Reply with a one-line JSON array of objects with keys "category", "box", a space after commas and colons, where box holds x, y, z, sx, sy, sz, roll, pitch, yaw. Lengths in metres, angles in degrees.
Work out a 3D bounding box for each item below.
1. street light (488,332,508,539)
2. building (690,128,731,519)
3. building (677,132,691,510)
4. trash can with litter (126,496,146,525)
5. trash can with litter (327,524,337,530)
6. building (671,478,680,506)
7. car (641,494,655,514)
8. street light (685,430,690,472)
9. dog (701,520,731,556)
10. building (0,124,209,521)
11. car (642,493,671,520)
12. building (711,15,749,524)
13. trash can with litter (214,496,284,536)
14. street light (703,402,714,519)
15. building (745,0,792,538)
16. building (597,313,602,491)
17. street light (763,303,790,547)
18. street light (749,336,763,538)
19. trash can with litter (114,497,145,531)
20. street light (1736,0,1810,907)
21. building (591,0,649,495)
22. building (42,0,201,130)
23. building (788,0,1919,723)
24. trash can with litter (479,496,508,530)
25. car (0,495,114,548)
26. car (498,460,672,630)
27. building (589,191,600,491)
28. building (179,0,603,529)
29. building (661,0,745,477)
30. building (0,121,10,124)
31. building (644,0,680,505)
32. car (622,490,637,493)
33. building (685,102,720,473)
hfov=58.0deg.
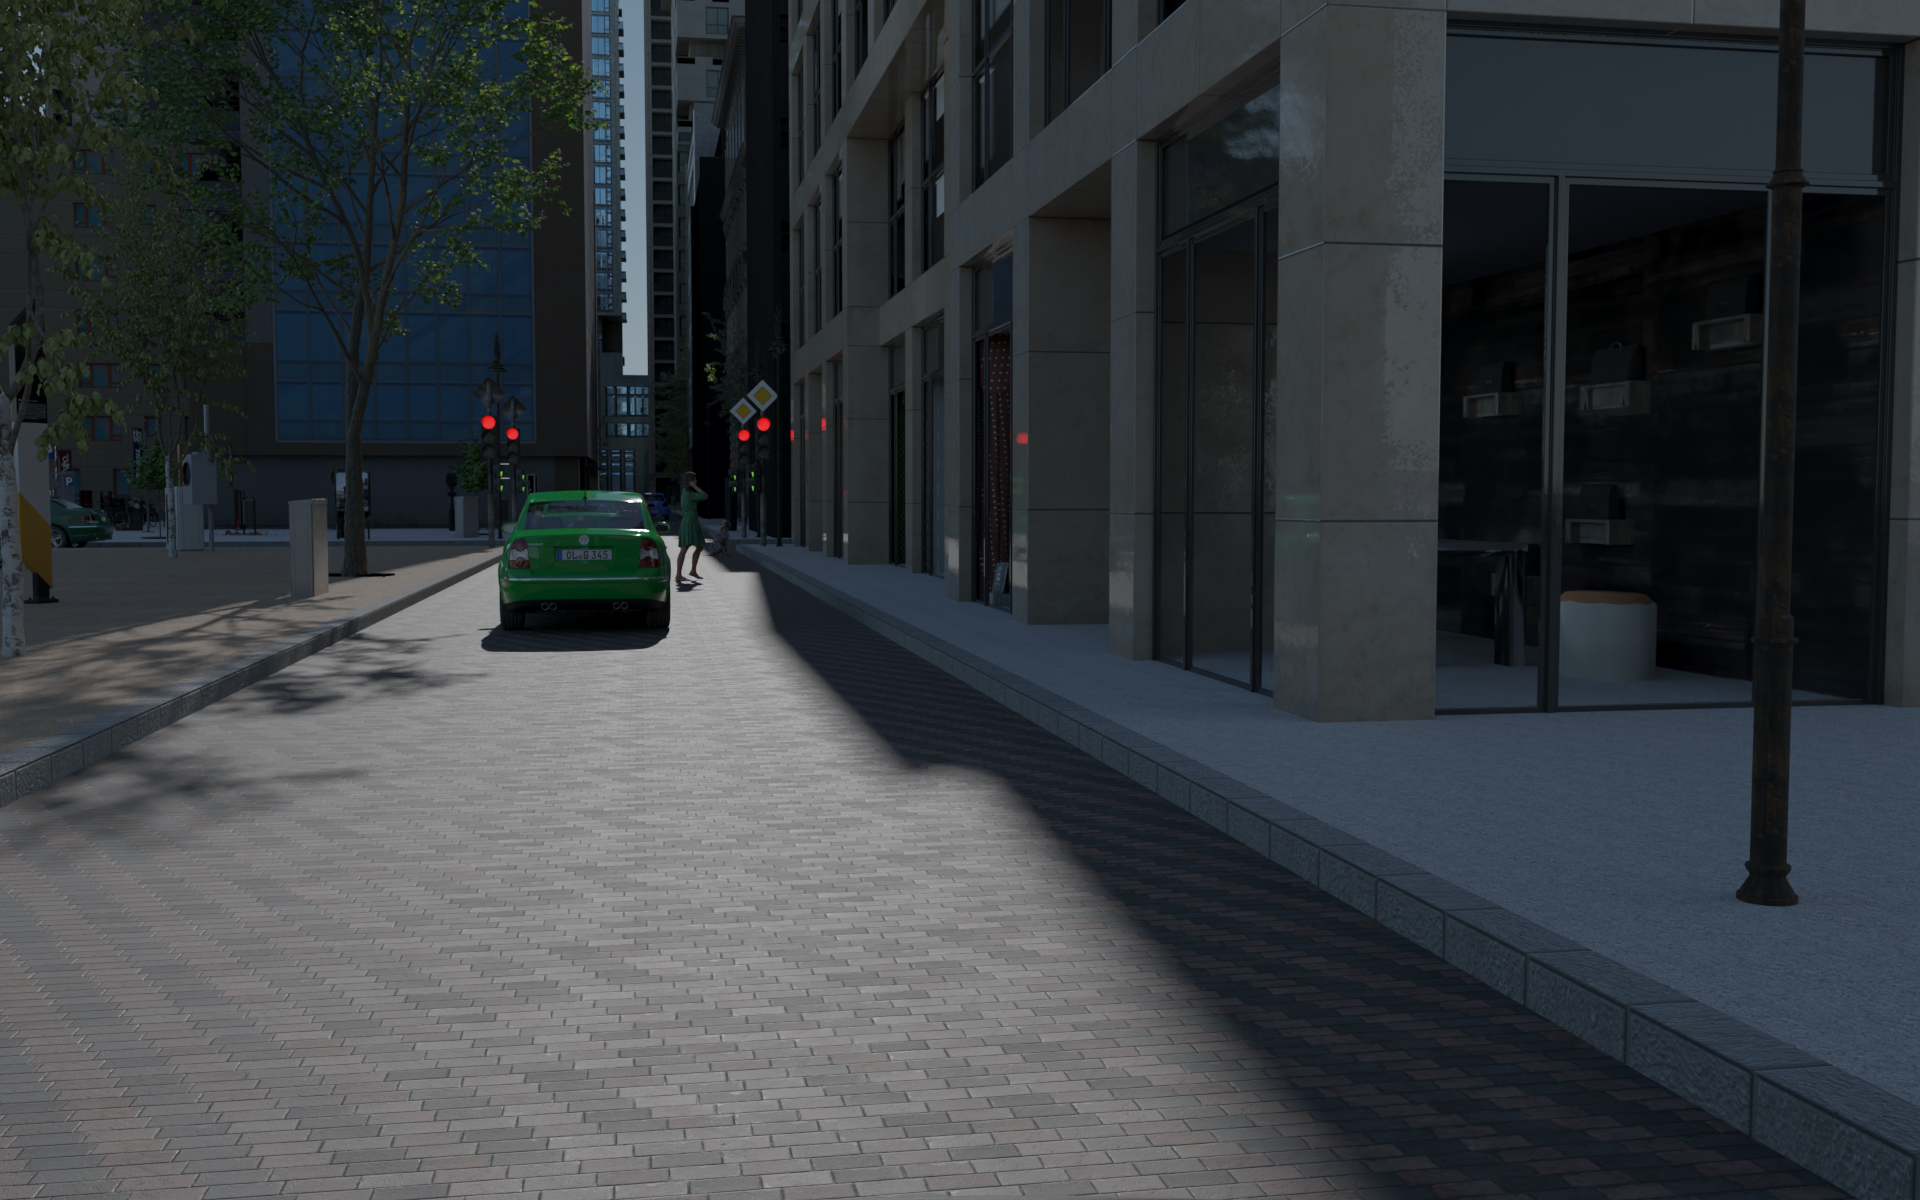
[{"category": "street light", "box": [-13.169, -4.688, 49.437, 0.468, 5.910, 1.993, -1, 4, -10]}, {"category": "building", "box": [-8.739, -16.413, 98.026, 12.332, 23.373, 15.834, -1, 4, -10]}, {"category": "building", "box": [-16.089, -22.674, 142.423, 14.160, 30.474, 14.107, -1, 4, -10]}, {"category": "trash can with litter", "box": [-34.827, -3.726, 71.984, 1.678, 1.210, 2.233, 3, 5, 41]}, {"category": "trash can with litter", "box": [-22.264, -3.124, 62.138, 1.678, 1.210, 2.233, -1, 4, -9]}, {"category": "building", "box": [-15.475, -30.471, 190.089, 32.217, 40.220, 23.993, -1, 4, -10]}, {"category": "car", "box": [-11.832, -3.179, 61.011, 2.155, 1.783, 4.494, -1, 4, -10]}, {"category": "street light", "box": [-19.487, -9.255, 124.106, 0.468, 5.910, 1.993, -1, 4, -10]}, {"category": "dog", "box": [-5.710, -1.435, 40.291, 0.800, 0.831, 0.513, -1, 4, -12]}, {"category": "building", "box": [-36.093, -15.436, 97.414, 27.650, 21.520, 28.899, -1, 4, -10]}, {"category": "car", "box": [-16.943, -5.270, 95.749, 1.945, 1.707, 3.694, -1, 4, -9]}, {"category": "building", "box": [-5.367, -15.322, 79.401, 11.050, 23.489, 19.941, -1, 4, -10]}, {"category": "trash can with litter", "box": [-22.426, -2.639, 54.212, 2.233, 1.210, 1.678, 2, 4, 29]}, {"category": "street light", "box": [-12.665, -7.005, 87.325, 0.468, 5.910, 1.993, -1, 4, -10]}, {"category": "building", "box": [1.303, -13.899, 56.927, 15.834, 23.373, 12.332, -1, 4, -10]}, {"category": "building", "box": [-52.829, -20.639, 182.488, 28.899, 21.520, 27.650, -1, 4, -10]}, {"category": "street light", "box": [-4.411, -4.240, 42.116, 0.468, 5.910, 1.993, -1, 4, -10]}, {"category": "street light", "box": [-5.931, -4.779, 50.924, 0.468, 5.910, 1.993, -1, 4, -10]}, {"category": "trash can with litter", "box": [-28.972, -2.994, 60.332, 1.055, 1.170, 0.624, 0, 4, 4]}, {"category": "street light", "box": [2.551, -1.988, 5.294, 0.468, 5.910, 1.993, -1, 4, -10]}, {"category": "building", "box": [-54.258, -54.988, 211.731, 31.000, 86.520, 22.319, -1, 4, -10]}, {"category": "building", "box": [-94.227, -46.896, 204.998, 20.611, 71.187, 20.563, -1, 4, -10]}, {"category": "building", "box": [8.350, -13.628, 27.339, 19.350, 26.468, 34.151, -1, 4, -10]}, {"category": "trash can with litter", "box": [-16.886, -3.127, 62.183, 2.233, 1.210, 1.678, -1, 4, -11]}, {"category": "car", "box": [-23.980, -1.938, 43.477, 4.920, 1.459, 2.131, -1, 4, -10]}, {"category": "car", "box": [-4.255, -0.670, 19.748, 1.959, 1.807, 4.718, -1, 4, -11]}, {"category": "building", "box": [-40.234, -23.580, 157.238, 14.160, 30.474, 14.107, -1, 4, -10]}, {"category": "building", "box": [-22.006, -25.638, 69.297, 14.600, 45.320, 14.200, -1, 4, -10]}, {"category": "building", "box": [-13.306, -35.152, 163.974, 28.713, 52.752, 27.495, -1, 4, -10]}, {"category": "building", "box": [-111.250, -33.621, 199.808, 14.200, 45.320, 14.600, -1, 4, -10]}, {"category": "building", "box": [-28.852, -47.612, 216.716, 20.611, 71.187, 20.563, -1, 4, -10]}, {"category": "car", "box": [-33.315, -10.143, 174.504, 2.281, 1.827, 5.304, -1, 4, -8]}, {"category": "building", "box": [-11.864, -18.198, 115.558, 12.078, 24.808, 19.932, -1, 4, -10]}]
